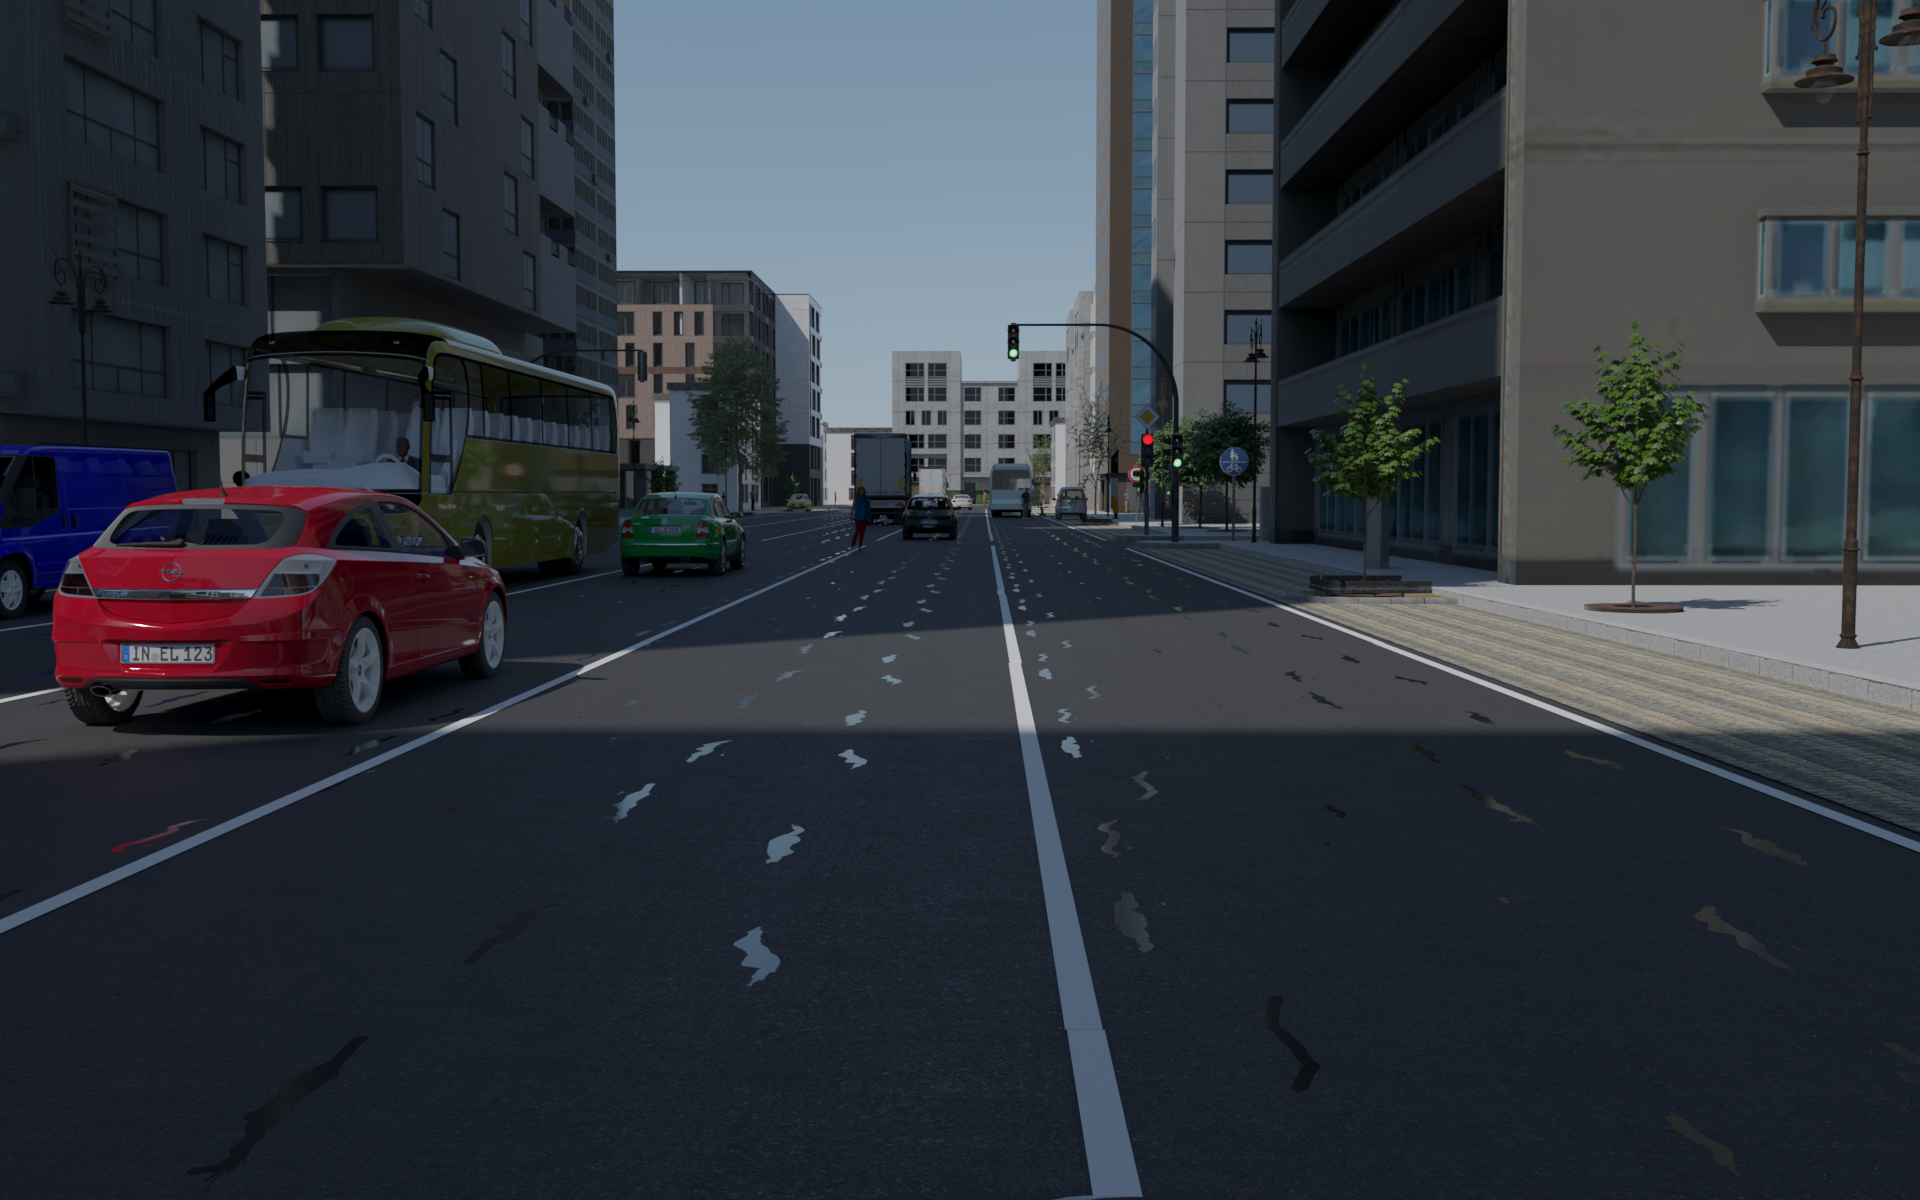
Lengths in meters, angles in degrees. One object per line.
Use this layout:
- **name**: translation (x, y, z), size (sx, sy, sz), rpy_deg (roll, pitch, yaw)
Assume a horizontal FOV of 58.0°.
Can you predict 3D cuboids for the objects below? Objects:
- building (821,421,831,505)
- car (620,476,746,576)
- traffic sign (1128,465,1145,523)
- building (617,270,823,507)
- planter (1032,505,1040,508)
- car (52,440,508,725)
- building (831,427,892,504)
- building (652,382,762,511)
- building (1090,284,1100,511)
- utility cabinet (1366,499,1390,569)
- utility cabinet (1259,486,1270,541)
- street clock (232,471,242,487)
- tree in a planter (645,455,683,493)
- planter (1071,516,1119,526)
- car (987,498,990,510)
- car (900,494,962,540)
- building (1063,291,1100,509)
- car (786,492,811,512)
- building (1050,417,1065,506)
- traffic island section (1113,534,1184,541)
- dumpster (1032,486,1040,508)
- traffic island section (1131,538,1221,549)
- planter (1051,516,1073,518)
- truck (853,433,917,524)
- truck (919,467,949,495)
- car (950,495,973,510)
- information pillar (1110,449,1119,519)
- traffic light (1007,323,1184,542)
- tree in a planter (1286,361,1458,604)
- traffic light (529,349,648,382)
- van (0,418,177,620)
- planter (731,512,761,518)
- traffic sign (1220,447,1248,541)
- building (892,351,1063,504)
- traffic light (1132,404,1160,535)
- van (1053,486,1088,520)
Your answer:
- **building**: translation (-29.649, -15.809, 200.623), size (28.070, 9.664, 9.099), rpy_deg (0, 4, 1)
- **car**: translation (-5.036, -1.409, 31.835), size (1.959, 1.807, 4.718), rpy_deg (0, 4, 0)
- **traffic sign**: translation (7.855, -4.704, 77.020), size (0.768, 2.556, 0.104), rpy_deg (0, 4, 6)
- **building**: translation (-29.314, -20.229, 174.714), size (27.936, 21.610, 32.646), rpy_deg (0, 4, 1)
- **planter**: translation (7.572, -9.963, 184.028), size (1.991, 0.319, 1.994), rpy_deg (0, 4, 1)
- **car**: translation (-4.546, -0.195, 12.231), size (2.155, 1.783, 4.494), rpy_deg (0, 4, 1)
- **building**: translation (-22.355, -16.937, 219.060), size (28.070, 9.664, 9.099), rpy_deg (0, 4, 1)
- **building**: translation (-21.020, -12.360, 144.241), size (9.099, 9.664, 28.070), rpy_deg (0, 4, 1)
- **building**: translation (18.477, -17.183, 137.362), size (16.016, 20.091, 11.380), rpy_deg (0, 4, 1)
- **utility cabinet**: translation (7.241, -1.157, 30.076), size (0.306, 1.237, 1.020), rpy_deg (1, 4, 21)
- **utility cabinet**: translation (8.754, -2.346, 47.043), size (1.173, 1.500, 0.318), rpy_deg (0, 4, -4)
- **street clock**: translation (-22.310, -3.012, 53.824), size (0.471, 2.002, 0.358), rpy_deg (0, 4, 1)
- **tree in a planter**: translation (-13.704, -5.033, 79.506), size (1.991, 3.239, 1.994), rpy_deg (0, 4, 1)
- **planter**: translation (6.197, -3.539, 79.000), size (1.991, 0.319, 1.994), rpy_deg (0, 4, 1)
- **car**: translation (3.499, -9.063, 157.972), size (2.009, 1.686, 4.222), rpy_deg (0, 4, -1)
- **car**: translation (-0.951, -2.820, 55.890), size (2.009, 1.686, 4.222), rpy_deg (0, 4, 1)
- **building**: translation (18.829, -17.908, 159.248), size (16.747, 18.905, 31.486), rpy_deg (0, 4, 1)
- **car**: translation (-13.082, -7.989, 140.841), size (2.015, 1.641, 3.980), rpy_deg (0, 4, 0)
- **building**: translation (14.884, -15.117, 189.314), size (9.099, 9.664, 28.070), rpy_deg (0, 4, 1)
- **traffic island section**: translation (5.871, -1.959, 54.312), size (2.009, 0.180, 2.903), rpy_deg (0, 4, 1)
- **dumpster**: translation (7.324, -10.682, 179.593), size (1.985, 2.255, 1.502), rpy_deg (0, 4, 2)
- **traffic island section**: translation (5.767, -1.471, 46.327), size (2.009, 0.180, 2.903), rpy_deg (0, 4, 1)
- **planter**: translation (6.551, -5.187, 105.941), size (1.991, 0.319, 1.994), rpy_deg (0, 4, 1)
- **truck**: translation (-3.660, -5.891, 85.237), size (2.839, 4.237, 11.283), rpy_deg (0, 3, 0)
- **truck**: translation (-2.767, -11.814, 182.068), size (2.839, 4.237, 11.283), rpy_deg (0, 4, 1)
- **car**: translation (0.129, -8.706, 154.702), size (2.083, 1.381, 4.827), rpy_deg (0, 4, -1)
- **information pillar**: translation (8.012, -6.015, 89.697), size (0.504, 3.616, 0.183), rpy_deg (-3, 4, -38)
- **traffic light**: translation (3.634, -4.369, 46.100), size (4.771, 5.953, 1.251), rpy_deg (0, 4, 1)
- **tree in a planter**: translation (5.466, -1.594, 23.281), size (1.991, 3.239, 1.994), rpy_deg (0, 4, 1)
- **traffic light**: translation (-12.216, -4.880, 54.453), size (4.771, 5.953, 1.251), rpy_deg (0, 4, 1)
- **van**: translation (-11.685, -1.043, 21.430), size (2.240, 2.365, 5.245), rpy_deg (0, 4, 1)
- **planter**: translation (-13.347, -5.240, 106.816), size (1.991, 0.319, 1.994), rpy_deg (0, 4, 1)
- **traffic sign**: translation (7.449, -2.875, 47.119), size (0.768, 2.556, 0.104), rpy_deg (0, 4, 7)
- **building**: translation (7.469, -21.755, 222.151), size (31.486, 18.905, 16.747), rpy_deg (0, 4, 1)
- **traffic light**: translation (5.831, -3.993, 54.198), size (0.839, 4.253, 0.868), rpy_deg (0, 4, 1)
- **van**: translation (6.227, -5.516, 97.199), size (2.013, 2.044, 4.112), rpy_deg (0, 4, 1)
